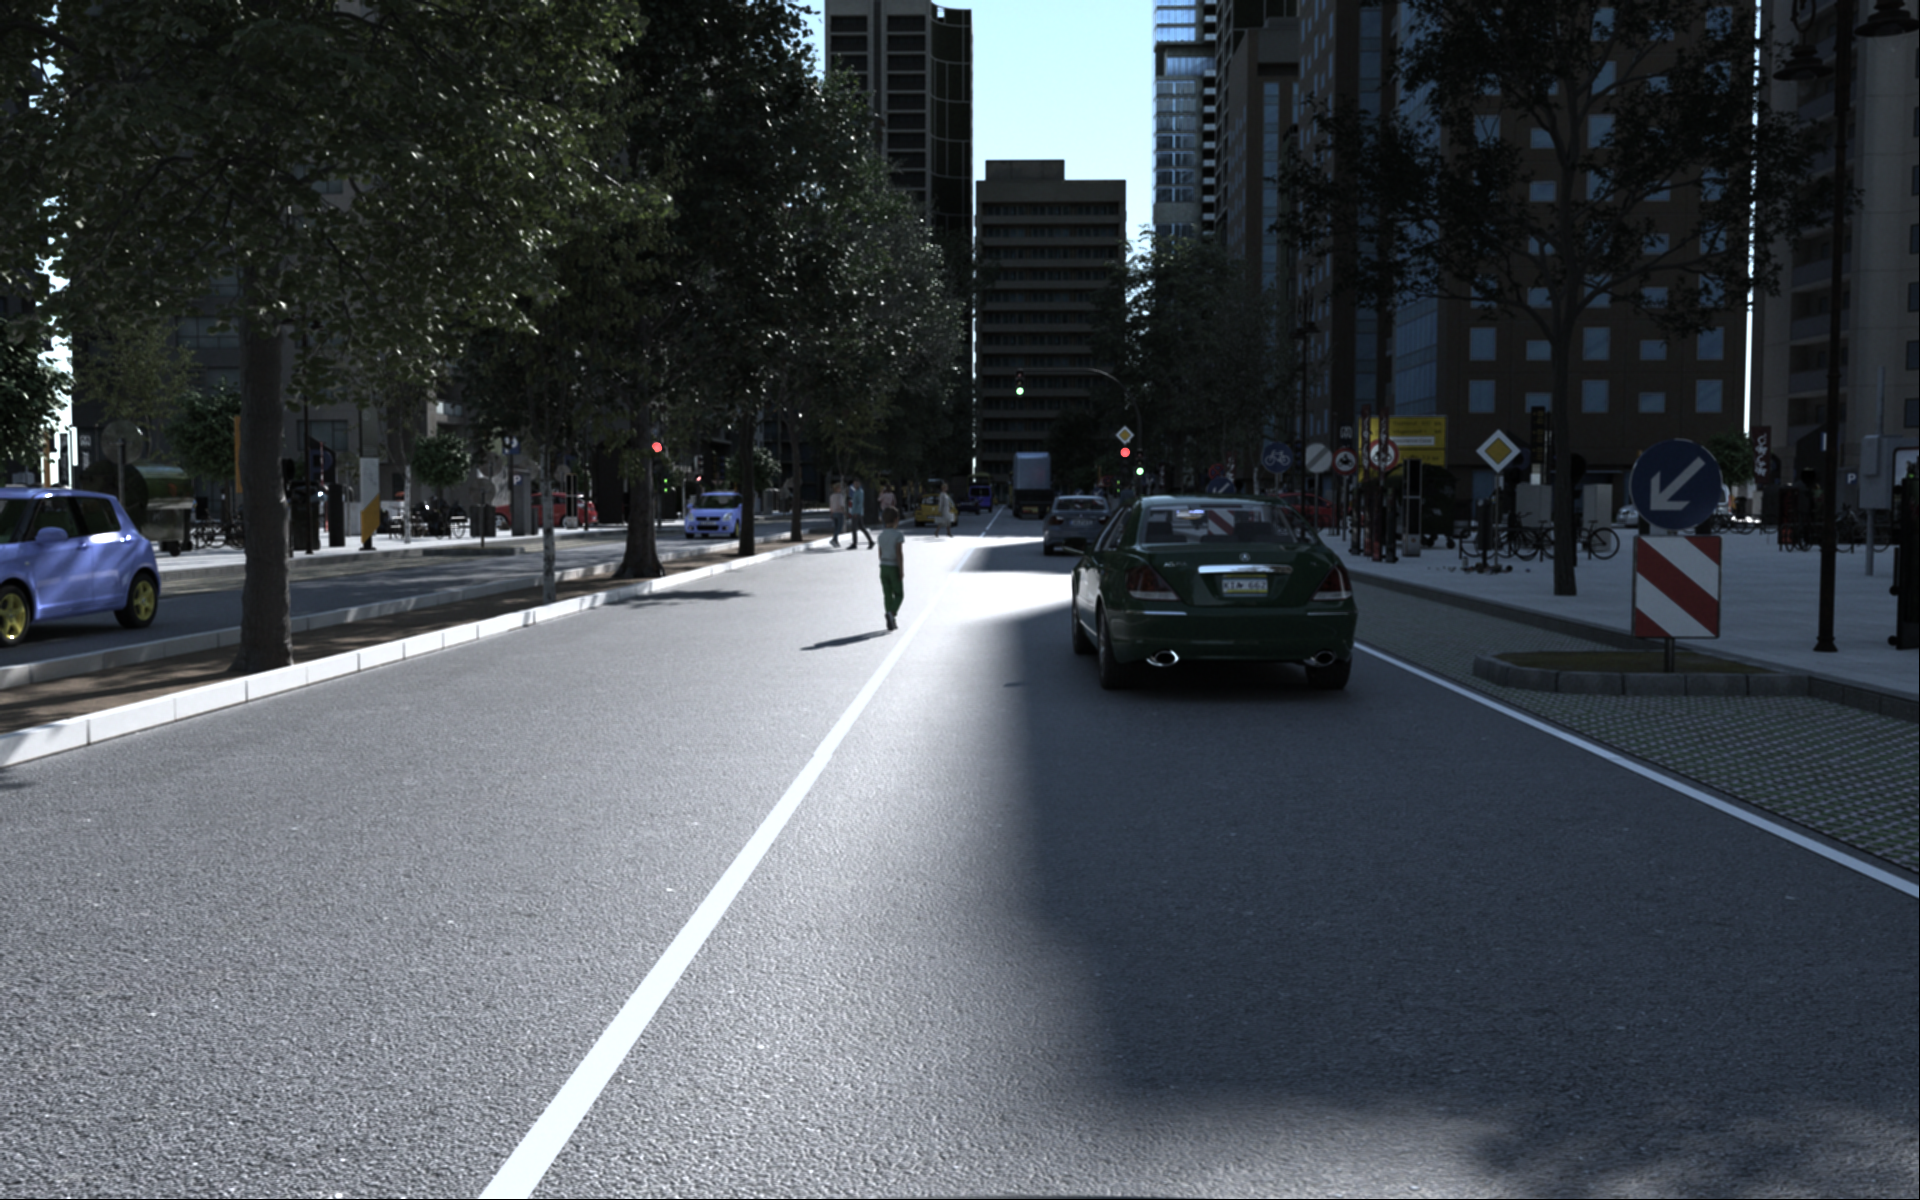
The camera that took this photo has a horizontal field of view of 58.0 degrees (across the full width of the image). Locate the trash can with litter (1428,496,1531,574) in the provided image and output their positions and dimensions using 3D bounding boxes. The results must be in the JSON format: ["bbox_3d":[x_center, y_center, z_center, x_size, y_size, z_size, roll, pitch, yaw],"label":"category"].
[{"bbox_3d":[8.568,-1.076,28.654,1.678,1.210,2.233,1,4,18],"label":"trash can with litter"}]

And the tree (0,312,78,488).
[{"bbox_3d":[-15.281,-2.617,26.499,4.285,4.588,4.351,0,3,0],"label":"tree"}]

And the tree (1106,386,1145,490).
[{"bbox_3d":[10.018,-8.648,91.755,4.360,8.622,3.978,0,3,0],"label":"tree"}]

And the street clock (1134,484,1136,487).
[{"bbox_3d":[12.767,-7.389,125.386,0.471,2.002,0.358,0,4,-1],"label":"street clock"}]

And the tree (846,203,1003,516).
[{"bbox_3d":[-4.003,-15.555,112.669,12.611,20.169,13.585,0,3,0],"label":"tree"}]

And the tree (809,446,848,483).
[{"bbox_3d":[-10.412,-13.689,158.221,7.601,10.594,8.767,0,4,4],"label":"tree"}]

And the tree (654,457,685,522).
[{"bbox_3d":[-13.665,-5.187,79.401,1.663,3.219,1.824,0,3,0],"label":"tree"}]

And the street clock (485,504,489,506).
[{"bbox_3d":[-24.139,-5.127,88.391,0.358,2.002,0.471,3,5,44],"label":"street clock"}]

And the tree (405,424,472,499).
[{"bbox_3d":[-24.468,-5.982,81.525,4.285,4.588,4.351,0,3,0],"label":"tree"}]

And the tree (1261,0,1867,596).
[{"bbox_3d":[7.346,-5.339,21.706,7.601,10.594,8.767,0,4,0],"label":"tree"}]

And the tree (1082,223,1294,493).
[{"bbox_3d":[10.475,-10.703,81.643,9.857,13.997,8.962,0,3,0],"label":"tree"}]

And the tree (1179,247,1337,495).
[{"bbox_3d":[8.899,-6.180,51.398,4.360,8.622,3.978,0,3,0],"label":"tree"}]

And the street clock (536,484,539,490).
[{"bbox_3d":[-26.639,-6.382,108.908,0.358,2.002,0.471,0,4,4],"label":"street clock"}]

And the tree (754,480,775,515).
[{"bbox_3d":[-12.687,-7.004,109.124,1.663,3.219,1.824,0,3,0],"label":"tree"}]

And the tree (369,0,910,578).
[{"bbox_3d":[-5.469,-6.731,29.520,9.611,12.733,9.660,0,3,0],"label":"tree"}]

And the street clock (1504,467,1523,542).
[{"bbox_3d":[14.889,-2.574,46.659,0.471,2.002,0.358,-2,4,-28],"label":"street clock"}]

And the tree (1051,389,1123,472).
[{"bbox_3d":[12.187,-13.432,154.023,8.767,10.594,7.601,-1,4,-19],"label":"tree"}]

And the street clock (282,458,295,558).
[{"bbox_3d":[-13.502,-1.841,34.676,0.358,2.002,0.471,0,4,2],"label":"street clock"}]

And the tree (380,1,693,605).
[{"bbox_3d":[-5.249,-4.218,21.790,4.737,8.622,4.395,0,3,0],"label":"tree"}]

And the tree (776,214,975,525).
[{"bbox_3d":[-4.060,-10.229,76.363,9.857,13.997,8.962,0,3,0],"label":"tree"}]

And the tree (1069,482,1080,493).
[{"bbox_3d":[13.239,-12.492,198.851,1.663,3.219,1.824,0,3,0],"label":"tree"}]

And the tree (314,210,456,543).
[{"bbox_3d":[-14.503,-5.789,45.018,4.360,8.622,3.978,0,3,0],"label":"tree"}]

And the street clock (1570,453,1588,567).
[{"bbox_3d":[10.822,-1.594,30.633,0.471,2.002,0.358,2,4,28],"label":"street clock"}]

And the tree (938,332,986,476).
[{"bbox_3d":[-3.412,-10.728,94.864,9.611,12.733,9.660,0,3,0],"label":"tree"}]

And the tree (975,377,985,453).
[{"bbox_3d":[-2.603,-13.254,125.822,9.857,13.997,8.962,0,3,0],"label":"tree"}]

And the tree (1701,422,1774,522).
[{"bbox_3d":[34.983,-5.810,78.708,4.285,4.588,4.351,0,3,0],"label":"tree"}]

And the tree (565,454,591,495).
[{"bbox_3d":[-18.373,-5.429,83.359,1.663,3.219,1.824,0,3,0],"label":"tree"}]

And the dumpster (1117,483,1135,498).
[{"bbox_3d":[12.023,-7.427,123.926,1.502,2.255,1.985,0,4,2],"label":"dumpster"}]

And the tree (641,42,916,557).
[{"bbox_3d":[-4.801,-6.800,39.388,9.928,11.665,9.643,0,3,0],"label":"tree"}]

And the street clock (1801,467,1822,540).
[{"bbox_3d":[22.699,-2.549,46.242,0.358,2.002,0.471,-2,4,-25],"label":"street clock"}]

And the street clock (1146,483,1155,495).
[{"bbox_3d":[10.946,-5.798,99.369,0.471,2.002,0.358,2,4,35],"label":"street clock"}]

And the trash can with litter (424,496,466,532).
[{"bbox_3d":[-18.215,-2.980,59.786,1.678,1.210,2.233,-3,5,-42],"label":"trash can with litter"}]

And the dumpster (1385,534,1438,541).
[{"bbox_3d":[12.566,-2.813,48.481,1.502,2.255,1.985,0,4,2],"label":"dumpster"}]

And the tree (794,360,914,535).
[{"bbox_3d":[-4.031,-6.563,60.131,4.737,8.622,4.395,0,3,0],"label":"tree"}]

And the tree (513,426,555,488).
[{"bbox_3d":[-25.223,-9.428,104.516,4.360,8.622,3.978,0,3,0],"label":"tree"}]

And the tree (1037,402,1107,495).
[{"bbox_3d":[13.893,-18.240,215.232,9.611,12.733,9.660,0,3,0],"label":"tree"}]

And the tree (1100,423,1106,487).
[{"bbox_3d":[10.162,-9.412,104.242,4.360,8.622,3.978,0,3,0],"label":"tree"}]

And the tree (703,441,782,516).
[{"bbox_3d":[-12.122,-7.203,101.478,4.285,4.588,4.351,0,3,0],"label":"tree"}]

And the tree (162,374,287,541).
[{"bbox_3d":[-20.129,-3.904,47.539,4.285,4.588,4.351,0,3,0],"label":"tree"}]

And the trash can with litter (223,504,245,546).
[{"bbox_3d":[-17.953,-1.963,43.490,0.624,1.170,1.055,1,4,18],"label":"trash can with litter"}]

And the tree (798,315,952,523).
[{"bbox_3d":[-4.257,-10.066,85.171,7.486,12.596,7.792,0,3,0],"label":"tree"}]

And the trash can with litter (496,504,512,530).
[{"bbox_3d":[-15.951,-3.080,61.751,1.055,1.170,0.624,-3,5,-42],"label":"trash can with litter"}]

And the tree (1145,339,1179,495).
[{"bbox_3d":[8.782,-6.554,57.514,4.360,8.622,3.978,0,3,0],"label":"tree"}]

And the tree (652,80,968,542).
[{"bbox_3d":[-4.850,-8.455,51.062,12.009,13.543,11.850,0,3,0],"label":"tree"}]

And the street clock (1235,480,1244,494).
[{"bbox_3d":[14.682,-5.302,91.263,0.471,2.002,0.358,2,4,34],"label":"street clock"}]

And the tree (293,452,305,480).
[{"bbox_3d":[-30.328,-5.234,80.175,1.663,3.219,1.824,0,3,0],"label":"tree"}]

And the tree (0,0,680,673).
[{"bbox_3d":[-5.721,-5.719,14.090,7.486,12.596,7.792,0,3,0],"label":"tree"}]

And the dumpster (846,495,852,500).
[{"bbox_3d":[-8.764,-7.800,135.751,1.865,1.857,1.264,0,4,3],"label":"dumpster"}]

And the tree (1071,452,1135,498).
[{"bbox_3d":[11.312,-8.845,128.322,4.285,4.588,4.351,0,3,0],"label":"tree"}]

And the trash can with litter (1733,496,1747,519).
[{"bbox_3d":[40.155,-4.755,89.138,0.624,1.170,1.055,2,4,29],"label":"trash can with litter"}]

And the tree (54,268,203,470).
[{"bbox_3d":[-24.218,-6.154,50.979,4.737,8.622,4.395,0,3,0],"label":"tree"}]

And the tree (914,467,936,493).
[{"bbox_3d":[-3.049,-9.261,104.231,4.737,8.622,4.395,0,3,0],"label":"tree"}]

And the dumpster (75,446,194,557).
[{"bbox_3d":[-16.493,-1.965,34.616,1.502,2.255,1.985,0,4,2],"label":"dumpster"}]
